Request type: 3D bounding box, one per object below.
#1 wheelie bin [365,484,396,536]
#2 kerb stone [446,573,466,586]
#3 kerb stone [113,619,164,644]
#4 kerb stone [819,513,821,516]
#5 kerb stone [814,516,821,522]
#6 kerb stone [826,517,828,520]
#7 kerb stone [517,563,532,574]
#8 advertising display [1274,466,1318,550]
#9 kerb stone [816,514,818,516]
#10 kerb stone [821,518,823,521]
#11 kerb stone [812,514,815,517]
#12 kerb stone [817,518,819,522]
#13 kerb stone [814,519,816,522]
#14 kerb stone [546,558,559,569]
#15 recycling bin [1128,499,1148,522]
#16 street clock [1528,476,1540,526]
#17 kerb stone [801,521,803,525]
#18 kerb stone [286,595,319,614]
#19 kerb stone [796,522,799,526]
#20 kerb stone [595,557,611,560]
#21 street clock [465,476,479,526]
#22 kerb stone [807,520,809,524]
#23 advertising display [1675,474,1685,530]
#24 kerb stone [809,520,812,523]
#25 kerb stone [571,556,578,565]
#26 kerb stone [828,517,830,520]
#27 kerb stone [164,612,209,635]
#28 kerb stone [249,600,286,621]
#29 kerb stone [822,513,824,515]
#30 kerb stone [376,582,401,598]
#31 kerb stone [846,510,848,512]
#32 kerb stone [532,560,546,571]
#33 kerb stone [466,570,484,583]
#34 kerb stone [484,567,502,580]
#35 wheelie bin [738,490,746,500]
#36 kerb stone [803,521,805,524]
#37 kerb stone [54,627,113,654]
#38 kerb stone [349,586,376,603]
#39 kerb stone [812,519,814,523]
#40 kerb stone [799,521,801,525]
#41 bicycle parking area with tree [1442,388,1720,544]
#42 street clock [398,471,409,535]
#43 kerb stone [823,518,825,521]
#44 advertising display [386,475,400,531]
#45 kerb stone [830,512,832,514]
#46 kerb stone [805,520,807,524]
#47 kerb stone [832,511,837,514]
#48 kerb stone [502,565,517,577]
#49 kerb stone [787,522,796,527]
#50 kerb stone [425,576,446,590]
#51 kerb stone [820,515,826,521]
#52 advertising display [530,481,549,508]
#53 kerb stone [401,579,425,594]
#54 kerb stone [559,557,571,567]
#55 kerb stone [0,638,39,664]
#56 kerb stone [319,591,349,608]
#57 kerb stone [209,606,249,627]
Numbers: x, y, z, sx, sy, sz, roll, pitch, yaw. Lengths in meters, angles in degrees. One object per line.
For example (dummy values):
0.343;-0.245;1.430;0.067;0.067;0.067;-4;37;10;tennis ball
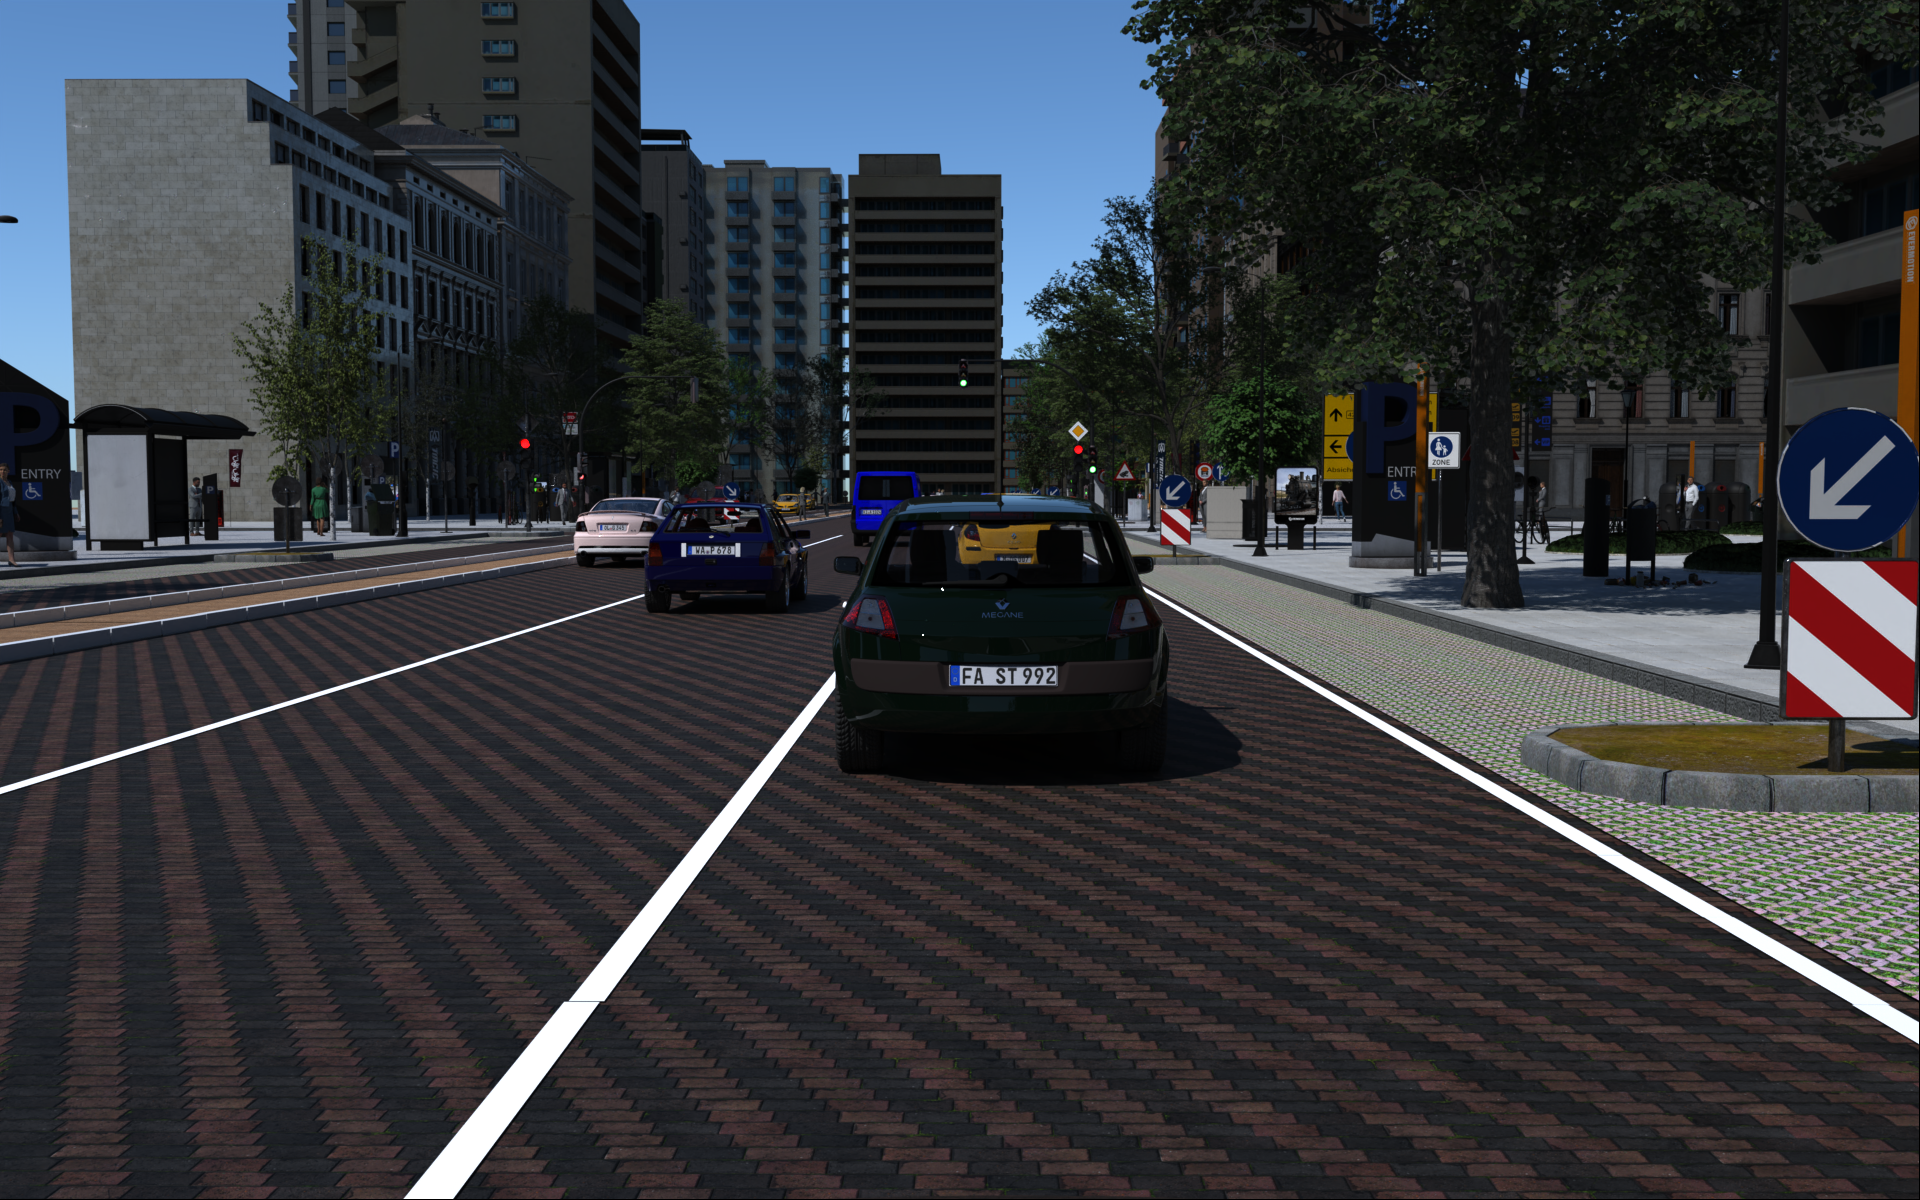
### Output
-17.828;-2.770;53.193;0.693;1.594;0.980;3;5;39;wheelie bin
-8.035;-0.311;27.276;0.120;0.150;1.000;0;4;1;kerb stone
-8.136;0.318;17.003;0.120;0.150;1.000;0;4;1;kerb stone
-9.262;-5.487;111.959;0.120;0.150;1.000;0;4;1;kerb stone
-7.399;-4.105;89.349;0.120;0.150;1.000;0;4;1;kerb stone
-7.352;-4.359;93.461;0.120;0.150;1.000;0;4;1;kerb stone
-7.991;-0.563;31.396;0.120;0.150;1.000;0;4;1;kerb stone
7.718;-2.114;39.778;0.974;1.923;0.123;1;4;12;advertising display
-9.283;-5.365;109.914;0.120;0.150;1.000;0;4;1;kerb stone
-7.378;-4.170;90.380;0.120;0.150;1.000;0;4;1;kerb stone
-9.296;-5.240;107.867;0.120;0.150;1.000;0;4;1;kerb stone
-7.410;-4.044;88.310;0.120;0.150;1.000;0;4;1;kerb stone
-7.426;-3.918;86.254;0.120;0.150;1.000;0;4;1;kerb stone
-7.973;-0.686;33.443;0.120;0.150;1.000;0;4;1;kerb stone
8.337;-4.200;81.226;0.722;1.027;0.722;2;4;30;recycling bin
22.789;-3.933;68.881;0.358;2.002;0.471;-3;5;-44;street clock
-7.486;-3.542;80.110;0.120;0.150;1.000;0;4;1;kerb stone
-8.093;0.066;21.108;0.120;0.150;1.000;0;4;1;kerb stone
-7.503;-3.416;78.065;0.120;0.150;1.000;0;4;1;kerb stone
-7.910;-1.001;38.559;0.120;0.150;1.000;0;4;1;kerb stone
-19.748;-4.009;70.120;0.471;2.002;0.358;-3;5;-45;street clock
-7.460;-3.730;83.180;0.120;0.150;1.000;0;4;1;kerb stone
22.962;-3.060;55.244;0.123;1.923;0.974;1;4;14;advertising display
-7.443;-3.792;84.202;0.120;0.150;1.000;0;4;1;kerb stone
-7.947;-0.805;35.487;0.120;0.150;1.000;0;4;1;kerb stone
-7.343;-4.414;94.489;0.120;0.150;1.000;0;4;1;kerb stone
-8.122;0.258;18.025;0.120;0.150;1.000;0;4;1;kerb stone
-8.104;0.129;20.080;0.120;0.150;1.000;0;4;1;kerb stone
-9.238;-5.616;114.009;0.120;0.150;1.000;0;4;1;kerb stone
-8.071;-0.123;24.198;0.120;0.150;1.000;0;4;1;kerb stone
-9.029;-6.869;134.514;0.120;0.150;1.000;0;4;1;kerb stone
-7.987;-0.620;32.419;0.120;0.150;1.000;0;4;1;kerb stone
-8.016;-0.373;28.301;0.120;0.150;1.000;0;4;1;kerb stone
-8.005;-0.427;29.329;0.120;0.150;1.000;0;4;1;kerb stone
-17.810;-8.145;141.073;0.980;1.594;0.693;0;4;0;wheelie bin
-7.480;-3.601;81.136;0.120;0.150;1.000;0;4;1;kerb stone
-8.149;0.380;15.978;0.120;0.150;1.000;0;4;1;kerb stone
-8.078;-0.056;23.166;0.120;0.150;1.000;0;4;1;kerb stone
-7.439;-3.855;85.224;0.120;0.150;1.000;0;4;1;kerb stone
-7.507;-3.480;79.088;0.120;0.150;1.000;0;4;1;kerb stone
15.859;-3.707;47.605;8.231;4.147;9.016;0;4;4;bicycle parking area with tree
-17.356;-3.026;54.050;0.358;2.002;0.471;-1;4;-10;street clock
-7.375;-4.233;91.406;0.120;0.150;1.000;0;4;1;kerb stone
-19.506;-3.318;59.461;0.974;1.923;0.123;3;4;37;advertising display
-9.185;-5.981;120.150;0.120;0.150;1.000;0;4;1;kerb stone
-7.474;-3.663;82.158;0.120;0.150;1.000;0;4;1;kerb stone
-9.129;-6.242;124.247;0.120;0.150;1.000;0;4;1;kerb stone
-7.998;-0.500;30.366;0.120;0.150;1.000;0;4;1;kerb stone
-7.518;-3.354;77.034;0.120;0.150;1.000;0;4;1;kerb stone
-8.047;-0.245;26.249;0.120;0.150;1.000;0;4;1;kerb stone
-7.370;-4.296;92.436;0.120;0.150;1.000;0;4;1;kerb stone
-21.005;-4.969;86.453;0.974;1.923;0.123;1;4;12;advertising display
-8.053;-0.185;25.220;0.120;0.150;1.000;0;4;1;kerb stone
-7.965;-0.750;34.465;0.120;0.150;1.000;0;4;1;kerb stone
-8.159;0.443;14.954;0.120;0.150;1.000;0;4;1;kerb stone
-8.082;0.003;22.144;0.120;0.150;1.000;0;4;1;kerb stone
-8.123;0.192;19.057;0.120;0.150;1.000;0;4;1;kerb stone
